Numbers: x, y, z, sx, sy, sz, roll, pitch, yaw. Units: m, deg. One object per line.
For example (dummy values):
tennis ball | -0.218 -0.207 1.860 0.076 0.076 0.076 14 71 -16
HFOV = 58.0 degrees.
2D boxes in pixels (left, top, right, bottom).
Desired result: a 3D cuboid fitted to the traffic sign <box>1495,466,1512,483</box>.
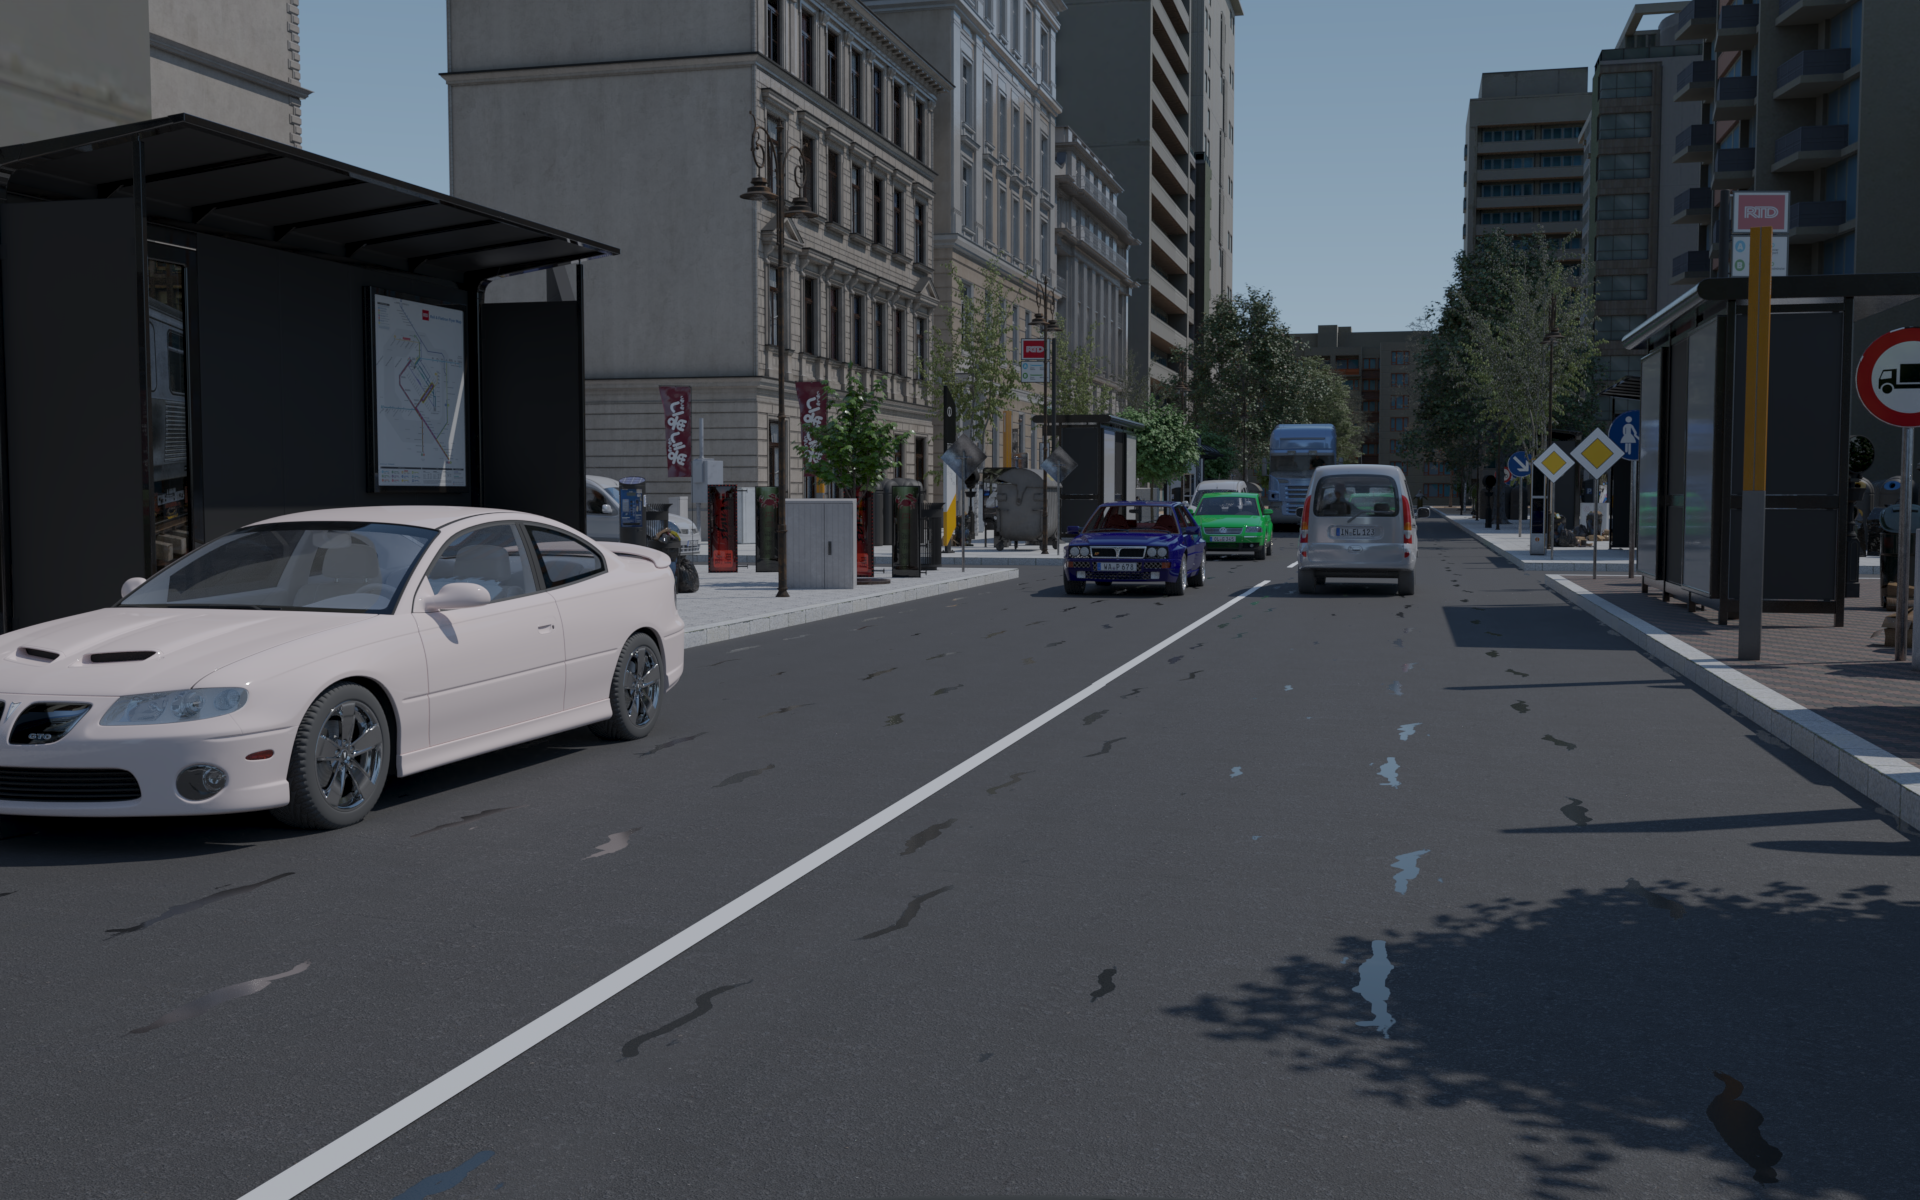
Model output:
traffic sign | 24.989 -4.868 79.696 0.768 2.556 0.104 2 4 23

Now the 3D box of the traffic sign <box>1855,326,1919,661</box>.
traffic sign | 7.245 -0.805 13.263 0.768 2.556 0.104 1 4 18

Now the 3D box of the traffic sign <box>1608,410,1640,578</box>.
traffic sign | 10.233 -1.604 26.324 0.768 2.556 0.104 1 4 16

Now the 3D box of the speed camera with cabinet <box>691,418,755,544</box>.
speed camera with cabinet | -6.099 -3.090 44.863 2.038 3.252 0.660 3 5 42

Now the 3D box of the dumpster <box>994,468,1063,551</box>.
dumpster | 1.546 -2.061 39.448 1.264 1.857 1.865 1 4 15

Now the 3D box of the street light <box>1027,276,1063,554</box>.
street light | 1.815 -3.917 36.830 0.468 5.910 1.993 1 4 14

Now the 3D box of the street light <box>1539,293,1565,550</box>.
street light | 13.611 -4.108 39.951 0.468 5.910 1.993 1 4 14

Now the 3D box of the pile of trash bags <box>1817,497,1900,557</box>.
pile of trash bags | 19.295 -1.570 35.426 3.447 1.369 1.912 2 4 24

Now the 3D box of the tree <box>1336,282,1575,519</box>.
tree | 27.249 -10.991 90.071 12.009 13.543 11.850 0 3 0

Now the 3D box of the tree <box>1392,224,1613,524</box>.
tree | 23.135 -9.578 73.602 9.611 12.733 9.660 0 3 0

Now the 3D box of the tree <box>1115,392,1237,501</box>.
tree | 6.215 -4.429 56.131 4.285 4.588 4.351 0 3 0

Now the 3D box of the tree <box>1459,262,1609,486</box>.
tree | 18.075 -6.376 54.615 4.737 8.622 4.395 0 3 0

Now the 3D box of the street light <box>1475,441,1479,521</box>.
street light | 24.970 -6.770 83.474 0.468 5.910 1.993 1 4 14

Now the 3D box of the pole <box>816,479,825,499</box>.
pole | -3.207 -2.812 39.814 0.158 3.312 0.155 0 3 0

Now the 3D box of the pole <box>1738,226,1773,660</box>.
pole | 6.131 -1.193 13.349 0.158 3.312 0.155 0 3 0

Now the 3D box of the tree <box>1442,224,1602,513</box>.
tree | 15.291 -5.884 46.572 4.360 8.622 3.978 0 3 0

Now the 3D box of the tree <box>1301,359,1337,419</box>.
tree | 32.213 -14.893 153.868 12.009 13.543 11.850 0 3 0

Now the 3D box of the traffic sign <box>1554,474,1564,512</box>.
traffic sign | 19.682 -3.504 57.403 0.768 2.556 0.104 1 4 22

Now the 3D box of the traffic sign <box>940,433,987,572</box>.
traffic sign | 0.057 -1.516 28.436 0.795 2.450 0.064 1 4 14

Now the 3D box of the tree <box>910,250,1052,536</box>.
tree | 0.466 -6.273 52.931 4.737 8.622 4.395 0 3 0

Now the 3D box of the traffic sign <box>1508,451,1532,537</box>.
traffic sign | 16.669 -3.142 51.481 0.768 2.556 0.104 1 4 23

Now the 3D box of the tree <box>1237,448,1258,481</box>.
tree | 10.668 -5.668 76.390 4.285 4.588 4.351 0 3 0

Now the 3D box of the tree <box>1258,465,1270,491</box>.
tree | 21.418 -8.203 117.826 4.285 4.588 4.351 0 3 0

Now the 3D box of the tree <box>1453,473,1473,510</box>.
tree | 41.565 -9.049 142.546 1.663 3.219 1.824 0 3 0

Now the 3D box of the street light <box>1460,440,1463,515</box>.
street light | 30.508 -8.100 105.229 0.468 5.910 1.993 1 4 14

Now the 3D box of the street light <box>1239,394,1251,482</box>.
street light | 13.184 -6.581 80.384 0.468 5.910 1.993 1 4 14

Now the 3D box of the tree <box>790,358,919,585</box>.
tree | -1.548 -1.855 24.926 1.663 3.219 1.824 0 3 0

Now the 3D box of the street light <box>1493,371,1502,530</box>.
street light | 19.294 -5.454 61.961 0.468 5.910 1.993 1 4 14

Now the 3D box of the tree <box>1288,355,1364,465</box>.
tree | 29.085 -13.683 141.842 7.486 12.596 7.792 0 3 0

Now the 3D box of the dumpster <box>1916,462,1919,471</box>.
dumpster | 6.210 -0.233 9.561 1.264 1.857 1.865 1 4 14

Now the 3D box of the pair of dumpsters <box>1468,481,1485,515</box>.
pair of dumpsters | 31.424 -6.208 103.996 1.574 2.255 4.437 1 4 14

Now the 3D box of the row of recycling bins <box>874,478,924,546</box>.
row of recycling bins | -1.798 -2.251 43.911 1.069 1.692 3.534 1 4 21

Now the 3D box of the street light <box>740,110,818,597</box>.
street light | -2.210 -2.973 21.403 0.468 5.910 1.993 1 4 14

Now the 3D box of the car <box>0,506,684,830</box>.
car | -3.098 0.201 9.076 2.083 1.381 4.827 1 4 16

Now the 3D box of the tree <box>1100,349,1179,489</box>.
tree | 8.986 -8.341 86.741 4.360 8.622 3.978 0 3 0

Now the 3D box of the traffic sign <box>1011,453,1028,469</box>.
traffic sign | 1.377 -2.483 42.726 0.606 2.300 0.079 1 4 15

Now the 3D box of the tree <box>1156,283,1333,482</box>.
tree | 15.524 -10.854 94.474 9.611 12.733 9.660 0 3 0

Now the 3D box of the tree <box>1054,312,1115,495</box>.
tree | 4.456 -7.282 69.427 4.737 8.622 4.395 0 3 0

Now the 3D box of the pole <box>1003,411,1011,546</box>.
pole | 1.156 -2.974 42.474 0.158 3.312 0.155 0 3 0

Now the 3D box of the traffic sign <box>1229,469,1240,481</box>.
traffic sign | 12.970 -5.054 82.735 0.768 2.556 0.104 1 4 22

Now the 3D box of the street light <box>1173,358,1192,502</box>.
street light | 7.558 -5.264 58.858 0.468 5.910 1.993 1 4 14

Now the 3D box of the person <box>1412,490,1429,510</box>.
person | 33.453 -7.133 125.855 1.217 1.736 0.721 0 4 -4

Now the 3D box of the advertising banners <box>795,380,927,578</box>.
advertising banners | -1.533 -1.862 26.624 2.074 3.025 0.090 1 4 11

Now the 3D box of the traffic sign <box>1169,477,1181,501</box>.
traffic sign | 7.855 -3.965 64.826 0.884 2.594 0.081 1 4 22

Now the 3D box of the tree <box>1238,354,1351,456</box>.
tree | 19.958 -10.582 107.426 8.767 10.594 7.601 1 4 10

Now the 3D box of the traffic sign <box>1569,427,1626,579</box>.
traffic sign | 9.534 -1.366 25.970 0.795 2.450 0.064 1 4 14

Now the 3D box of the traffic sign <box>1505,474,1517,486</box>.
traffic sign | 31.436 -6.048 98.985 0.768 2.556 0.104 2 4 23

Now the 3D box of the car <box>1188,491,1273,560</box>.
car | 6.112 -1.859 39.190 1.959 1.807 4.718 1 4 13

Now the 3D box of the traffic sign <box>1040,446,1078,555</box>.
traffic sign | 2.058 -1.989 36.167 0.795 2.450 0.064 1 4 14

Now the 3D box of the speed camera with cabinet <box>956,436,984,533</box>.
speed camera with cabinet | 0.279 -3.924 58.492 0.660 3.252 2.038 -1 4 -15

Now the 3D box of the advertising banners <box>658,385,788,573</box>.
advertising banners | -3.832 -1.954 28.139 2.074 3.025 0.090 -1 4 -12

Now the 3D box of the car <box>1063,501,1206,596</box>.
car | 2.648 -0.810 25.822 1.945 1.354 3.894 1 4 14

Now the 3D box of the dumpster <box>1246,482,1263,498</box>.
dumpster | 14.484 -4.965 86.940 1.264 1.857 1.865 1 4 15

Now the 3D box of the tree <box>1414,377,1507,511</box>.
tree | 39.579 -12.812 135.234 9.928 11.665 9.643 0 3 0

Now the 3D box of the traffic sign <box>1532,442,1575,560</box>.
traffic sign | 11.536 -1.838 33.701 0.795 2.450 0.064 1 4 14
